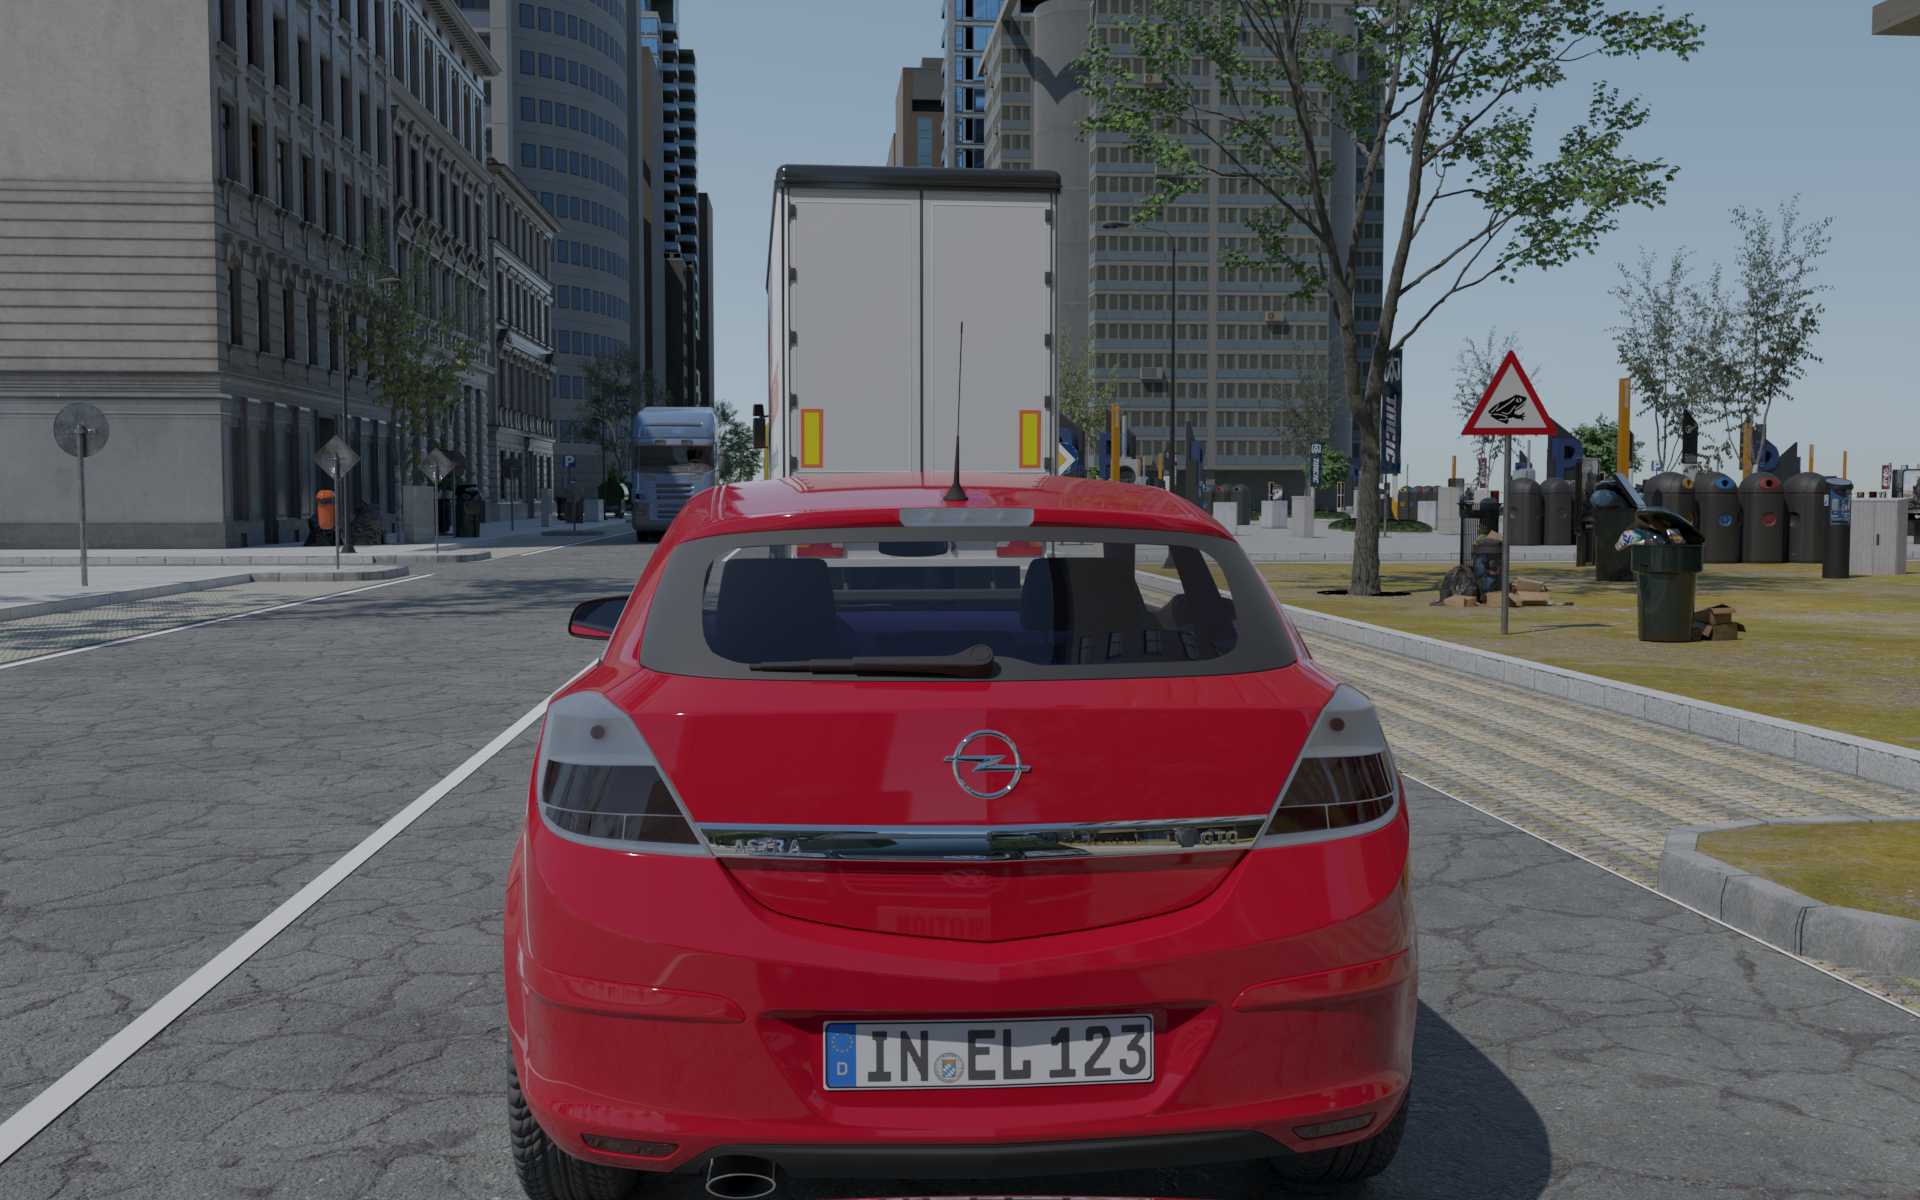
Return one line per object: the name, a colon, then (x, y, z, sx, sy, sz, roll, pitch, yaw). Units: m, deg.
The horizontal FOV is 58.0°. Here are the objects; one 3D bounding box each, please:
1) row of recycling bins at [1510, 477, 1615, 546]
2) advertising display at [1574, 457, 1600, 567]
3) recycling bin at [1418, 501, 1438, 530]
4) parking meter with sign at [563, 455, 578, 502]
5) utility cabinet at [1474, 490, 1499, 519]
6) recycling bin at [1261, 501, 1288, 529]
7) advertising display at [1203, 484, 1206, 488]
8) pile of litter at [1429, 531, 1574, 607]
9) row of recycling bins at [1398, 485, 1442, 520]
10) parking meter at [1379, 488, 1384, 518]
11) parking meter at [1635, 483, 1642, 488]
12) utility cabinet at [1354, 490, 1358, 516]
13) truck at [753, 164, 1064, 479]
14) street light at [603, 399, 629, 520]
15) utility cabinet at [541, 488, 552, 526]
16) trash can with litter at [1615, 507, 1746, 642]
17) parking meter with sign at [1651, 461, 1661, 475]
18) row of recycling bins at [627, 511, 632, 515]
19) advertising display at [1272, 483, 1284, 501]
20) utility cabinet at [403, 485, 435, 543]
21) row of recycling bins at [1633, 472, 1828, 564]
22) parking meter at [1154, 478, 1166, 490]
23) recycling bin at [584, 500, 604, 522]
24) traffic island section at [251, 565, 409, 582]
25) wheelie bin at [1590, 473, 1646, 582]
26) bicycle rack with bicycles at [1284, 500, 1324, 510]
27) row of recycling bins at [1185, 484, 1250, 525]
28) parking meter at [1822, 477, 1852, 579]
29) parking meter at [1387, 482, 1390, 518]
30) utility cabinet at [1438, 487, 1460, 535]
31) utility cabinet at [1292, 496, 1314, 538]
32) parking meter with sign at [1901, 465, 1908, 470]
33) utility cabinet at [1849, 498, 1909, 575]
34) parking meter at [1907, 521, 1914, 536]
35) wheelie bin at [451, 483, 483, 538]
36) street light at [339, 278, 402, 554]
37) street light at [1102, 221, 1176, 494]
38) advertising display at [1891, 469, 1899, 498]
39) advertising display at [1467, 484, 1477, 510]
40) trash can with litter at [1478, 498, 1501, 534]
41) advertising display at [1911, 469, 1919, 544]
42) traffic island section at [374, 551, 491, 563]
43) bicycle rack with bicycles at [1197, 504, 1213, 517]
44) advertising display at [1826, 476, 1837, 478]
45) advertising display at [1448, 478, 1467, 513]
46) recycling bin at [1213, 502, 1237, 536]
row of recycling bins: (15.299, -2.226, 43.509, 3.534, 1.692, 1.069, -1, 4, -19)
advertising display: (11.148, -1.565, 30.799, 0.123, 1.923, 0.974, 3, 4, 38)
recycling bin: (16.834, -3.014, 61.838, 0.722, 1.027, 0.722, -3, 5, -44)
parking meter with sign: (-17.165, -4.913, 76.583, 0.543, 3.016, 1.738, -1, 4, -19)
utility cabinet: (27.106, -4.925, 89.207, 1.173, 1.500, 0.318, 2, 4, 33)
recycling bin: (11.697, -3.173, 64.435, 0.722, 1.027, 0.722, -1, 4, -22)
advertising display: (15.198, -6.303, 108.273, 0.123, 1.923, 0.974, 0, 4, -7)
pile of litter: (6.279, -0.371, 20.024, 1.719, 0.858, 1.176, 0, 4, 7)
row of recycling bins: (22.485, -4.719, 84.271, 1.069, 1.692, 3.534, -1, 4, -17)
parking meter: (16.346, -3.595, 67.183, 0.372, 1.533, 0.369, 0, 3, 0)
parking meter: (37.027, -5.427, 94.440, 0.399, 1.863, 0.255, 2, 4, 26)
utility cabinet: (23.385, -5.600, 100.244, 1.173, 1.500, 0.318, -1, 4, -19)
truck: (-1.008, -1.928, 20.440, 2.839, 4.237, 11.283, 0, 4, -7)
street light: (-16.933, -6.878, 85.002, 1.470, 5.913, 1.316, 0, 4, -5)
utility cabinet: (-16.331, -3.658, 68.480, 0.318, 1.500, 1.173, 0, 4, -7)
trash can with litter: (6.352, -0.235, 15.225, 1.055, 1.170, 0.624, -2, 4, -25)
parking meter with sign: (36.319, -5.700, 89.450, 0.543, 3.016, 1.738, 0, 4, -2)
row of recycling bins: (-20.293, -6.215, 108.728, 1.069, 1.692, 3.534, -1, 4, -16)
advertising display: (19.035, -6.020, 103.643, 0.123, 1.923, 0.974, -2, 4, -28)
utility cabinet: (-14.070, -2.226, 45.071, 0.318, 1.500, 1.173, 1, 4, 9)
row of recycling bins: (14.394, -1.529, 32.115, 3.534, 1.692, 1.069, 0, 4, -6)
parking meter: (7.326, -3.532, 63.458, 0.399, 1.863, 0.255, -2, 4, -26)
recycling bin: (-16.948, -4.135, 80.161, 0.722, 1.027, 0.722, 0, 4, 7)
traffic island section: (-10.629, -0.444, 29.540, 2.009, 0.180, 2.903, 0, 4, -5)
wheelie bin: (9.698, -1.080, 25.574, 0.693, 1.594, 0.980, 2, 4, 32)
bicycle rack with bicycles: (20.366, -5.610, 105.111, 2.852, 0.926, 2.925, -1, 4, -18)
row of recycling bins: (10.815, -4.010, 72.678, 1.069, 1.692, 3.534, -3, 4, -36)
parking meter: (13.339, -1.097, 26.342, 0.372, 1.533, 0.369, 0, 3, 0)
parking meter: (21.204, -4.914, 86.049, 0.255, 1.863, 0.399, 2, 4, 25)
utility cabinet: (15.408, -2.807, 54.577, 0.318, 1.500, 1.173, 0, 4, -3)
utility cabinet: (10.048, -2.422, 50.756, 0.306, 1.237, 1.020, -1, 4, -11)
parking meter with sign: (57.275, -6.570, 103.673, 1.738, 3.016, 0.543, 0, 4, -6)
utility cabinet: (14.729, -1.028, 27.973, 0.306, 1.237, 1.020, -2, 4, -29)
parking meter: (29.020, -2.889, 52.939, 0.399, 1.863, 0.255, 0, 3, 0)
wheelie bin: (-14.572, -2.656, 51.335, 0.693, 1.594, 0.980, 3, 5, 41)
street light: (-12.713, -3.966, 37.385, 1.470, 5.913, 1.316, 0, 4, -5)
street light: (3.111, -3.494, 29.669, 1.470, 5.913, 1.316, 0, 4, -5)
advertising display: (24.648, -2.462, 45.466, 0.123, 1.923, 0.974, 3, 5, 43)
advertising display: (31.163, -6.168, 106.061, 0.974, 1.923, 0.123, 1, 4, 11)
trash can with litter: (16.846, -2.681, 55.225, 0.624, 1.170, 1.055, 2, 4, 25)
advertising display: (24.479, -2.374, 44.025, 0.974, 1.923, 0.123, 2, 4, 33)
traffic island section: (-11.334, -0.930, 37.494, 2.009, 0.180, 2.903, 0, 4, -5)
bicycle rack with bicycles: (7.617, -2.898, 60.768, 2.852, 0.926, 2.925, -1, 4, -17)
advertising display: (30.888, -3.444, 61.522, 0.123, 1.923, 0.974, 0, 4, 7)
advertising display: (19.949, -3.942, 69.663, 0.974, 1.923, 0.123, -3, 5, -40)
recycling bin: (8.197, -2.508, 53.560, 0.722, 1.027, 0.722, 0, 4, 7)
